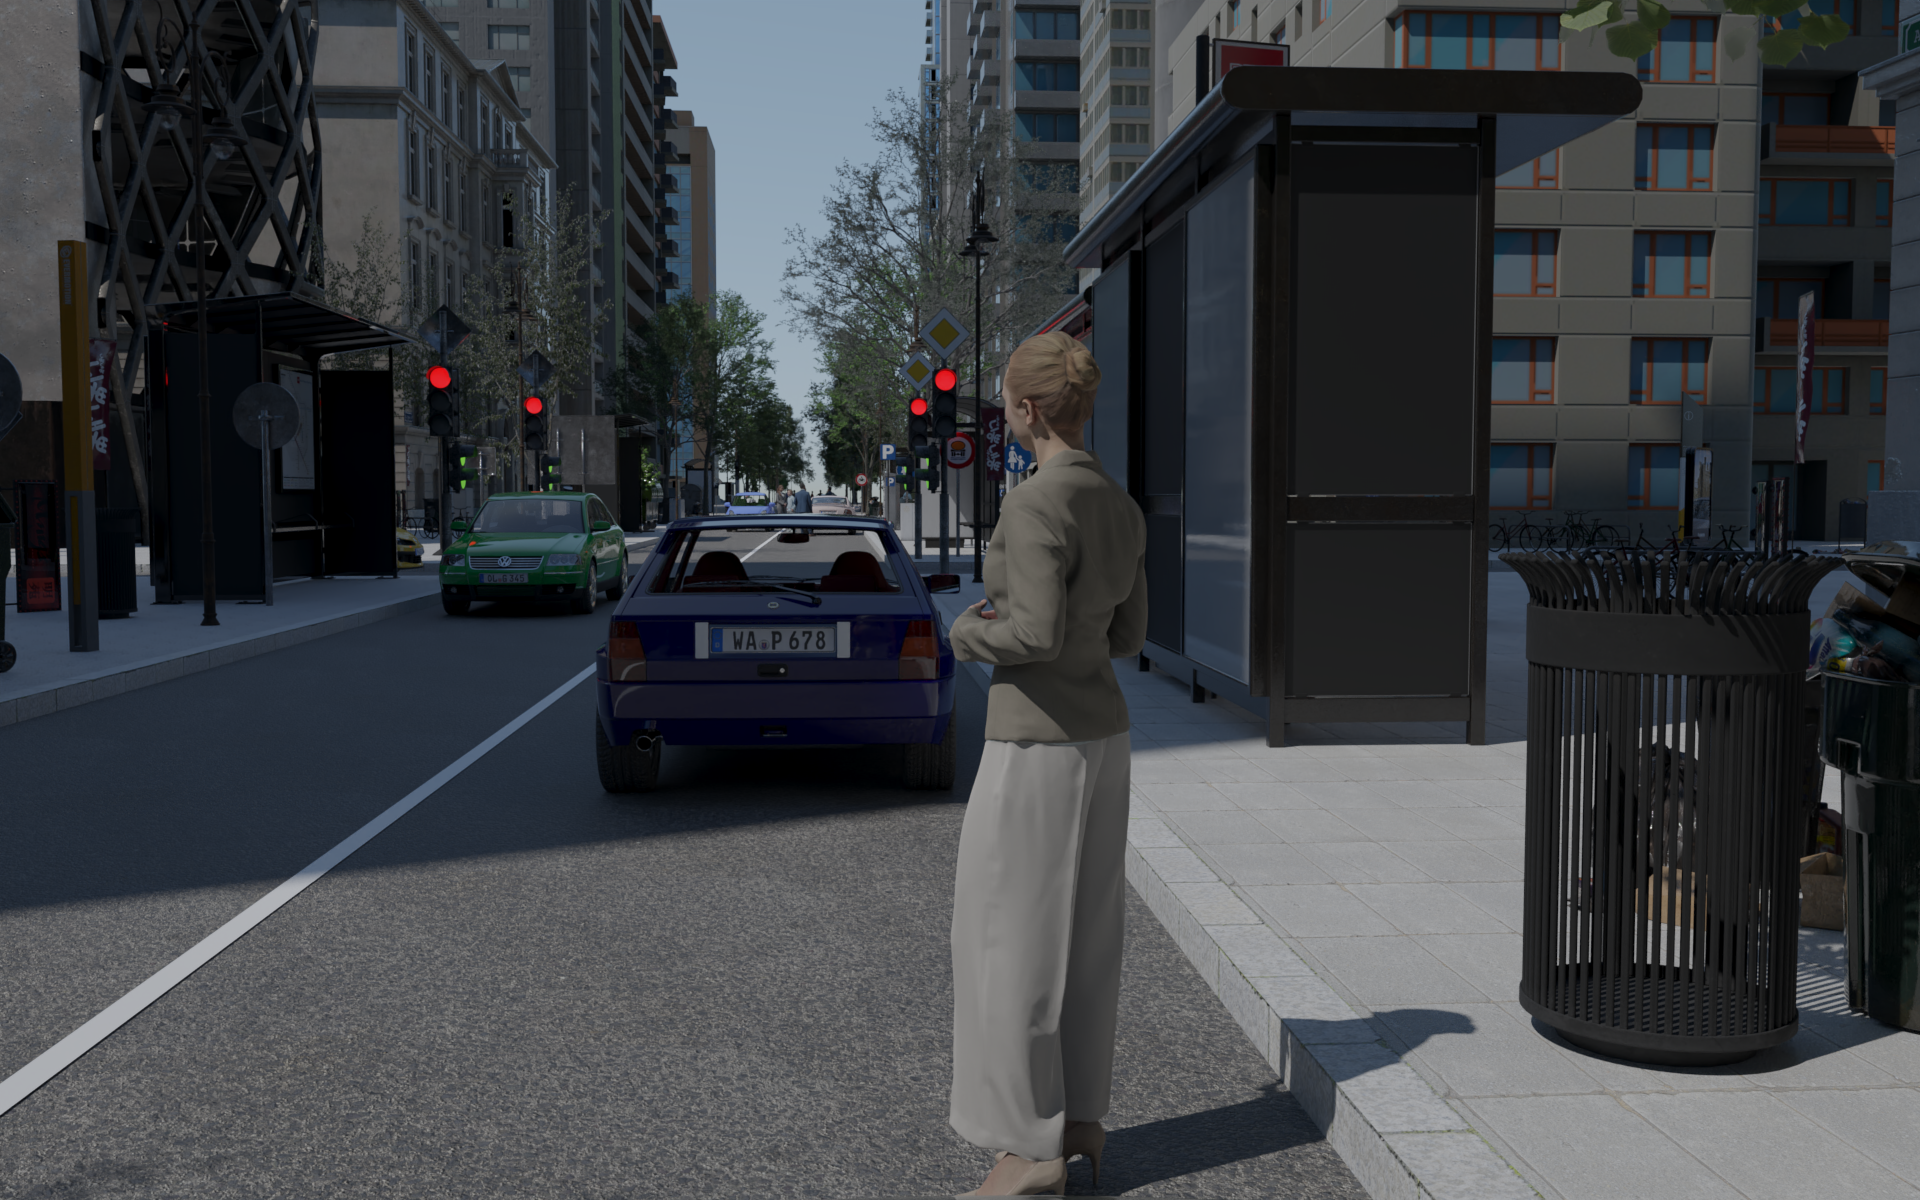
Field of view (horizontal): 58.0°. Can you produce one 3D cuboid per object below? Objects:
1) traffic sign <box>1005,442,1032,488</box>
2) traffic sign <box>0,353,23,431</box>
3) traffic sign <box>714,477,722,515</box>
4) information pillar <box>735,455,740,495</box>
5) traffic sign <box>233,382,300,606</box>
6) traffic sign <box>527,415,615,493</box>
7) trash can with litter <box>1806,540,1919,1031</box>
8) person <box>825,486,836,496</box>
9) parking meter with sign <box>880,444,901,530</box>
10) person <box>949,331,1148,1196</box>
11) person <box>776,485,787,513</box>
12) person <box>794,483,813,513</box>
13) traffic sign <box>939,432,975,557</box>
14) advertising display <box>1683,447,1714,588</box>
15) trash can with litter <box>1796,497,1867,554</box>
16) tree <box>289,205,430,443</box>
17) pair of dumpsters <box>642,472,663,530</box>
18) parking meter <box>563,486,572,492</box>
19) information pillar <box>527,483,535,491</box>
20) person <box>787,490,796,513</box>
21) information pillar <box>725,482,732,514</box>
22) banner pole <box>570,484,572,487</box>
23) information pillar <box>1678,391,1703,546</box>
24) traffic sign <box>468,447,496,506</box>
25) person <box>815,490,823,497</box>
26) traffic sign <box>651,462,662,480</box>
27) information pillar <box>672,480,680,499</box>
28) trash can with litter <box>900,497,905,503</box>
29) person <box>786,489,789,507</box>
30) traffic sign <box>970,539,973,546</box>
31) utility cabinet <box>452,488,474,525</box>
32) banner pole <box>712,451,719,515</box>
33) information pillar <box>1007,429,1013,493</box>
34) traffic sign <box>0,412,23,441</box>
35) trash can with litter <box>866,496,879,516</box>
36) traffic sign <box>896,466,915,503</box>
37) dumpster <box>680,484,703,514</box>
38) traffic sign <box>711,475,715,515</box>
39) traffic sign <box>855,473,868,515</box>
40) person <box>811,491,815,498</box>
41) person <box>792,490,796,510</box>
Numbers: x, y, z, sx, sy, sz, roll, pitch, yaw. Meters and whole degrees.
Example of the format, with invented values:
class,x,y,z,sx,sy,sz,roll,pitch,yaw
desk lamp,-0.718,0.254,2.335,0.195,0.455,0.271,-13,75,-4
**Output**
class,x,y,z,sx,sy,sz,roll,pitch,yaw
traffic sign,1.377,-2.599,42.592,0.768,2.556,0.104,0,4,0
traffic sign,-8.484,-0.911,15.002,0.768,2.556,0.104,0,4,5
traffic sign,-15.143,-6.511,107.642,0.795,2.450,0.064,0,4,-3
information pillar,-13.232,-6.825,102.951,0.183,3.616,0.504,-2,4,-32
traffic sign,-7.928,-1.205,19.808,0.768,2.556,0.104,0,4,1
traffic sign,-10.065,-3.116,44.811,2.265,3.308,0.079,0,4,-1
trash can with litter,2.655,0.435,4.275,1.055,1.170,0.624,0,4,-3
person,-6.745,-4.939,89.244,0.794,1.824,0.713,1,4,13
parking meter with sign,-2.369,-3.979,61.314,0.543,3.016,1.738,1,4,10
person,0.161,0.334,3.582,0.362,1.759,0.519,2,4,33
person,-7.007,-3.683,68.996,0.573,1.790,0.520,2,4,28
person,-5.232,-3.034,58.286,0.721,1.800,0.419,0,4,6
traffic sign,-0.039,-2.157,35.369,0.768,2.556,0.104,0,4,0
advertising display,10.234,-1.150,24.014,0.123,1.923,0.974,3,4,37
trash can with litter,18.789,-1.608,37.346,2.233,1.210,1.678,1,4,14
tree,-15.643,-5.781,44.889,4.360,8.622,3.978,0,3,0
pair of dumpsters,-11.638,-3.655,62.257,1.574,2.255,4.437,0,4,-4
parking meter,-12.229,-2.803,54.232,0.372,1.533,0.369,0,3,0
information pillar,-18.460,-4.298,74.760,0.304,2.012,0.304,1,4,12
person,-6.409,-3.384,65.637,0.330,1.601,0.589,-2,4,-27
information pillar,-13.867,-6.066,103.672,0.304,2.012,0.304,-3,5,-39
banner pole,-18.086,-5.601,81.590,0.863,3.779,0.401,3,4,36
information pillar,16.624,-2.941,39.435,0.504,3.616,0.183,0,4,-2
traffic sign,-10.393,-2.172,37.646,0.606,2.300,0.079,0,4,1
person,-12.084,-8.648,149.914,1.348,1.822,0.705,-1,4,-17
traffic sign,-12.368,-4.249,69.572,0.768,2.556,0.104,0,4,1
information pillar,-15.022,-5.327,91.580,0.304,2.012,0.304,1,4,21
trash can with litter,-2.362,-3.669,71.381,0.624,1.170,1.055,1,4,20
person,-14.479,-8.472,146.892,0.599,1.838,0.709,-2,4,-24
traffic sign,0.286,-2.590,42.358,0.884,2.594,0.081,0,4,-1
utility cabinet,-17.304,-3.147,60.137,0.318,1.500,1.173,-3,5,-44
banner pole,-13.719,-6.551,97.131,0.401,3.779,0.863,-3,4,-38
information pillar,1.739,-4.201,60.041,0.183,3.616,0.504,1,4,21
traffic sign,-9.479,-0.957,16.832,0.795,2.450,0.064,0,4,4
trash can with litter,-4.546,-4.698,88.194,0.624,1.170,1.055,-2,4,-33
traffic sign,-1.948,-3.882,63.571,0.768,2.556,0.104,0,4,2
dumpster,-15.044,-5.583,97.032,1.264,1.857,1.865,0,4,-4
traffic sign,-15.556,-6.629,108.482,0.768,2.556,0.104,0,4,-3
traffic sign,-6.063,-6.531,106.880,0.768,2.556,0.104,0,4,2
person,-18.145,-12.527,213.255,0.705,1.831,1.348,-2,4,-28
person,-15.363,-9.294,160.460,1.348,1.823,0.705,-3,5,-40
